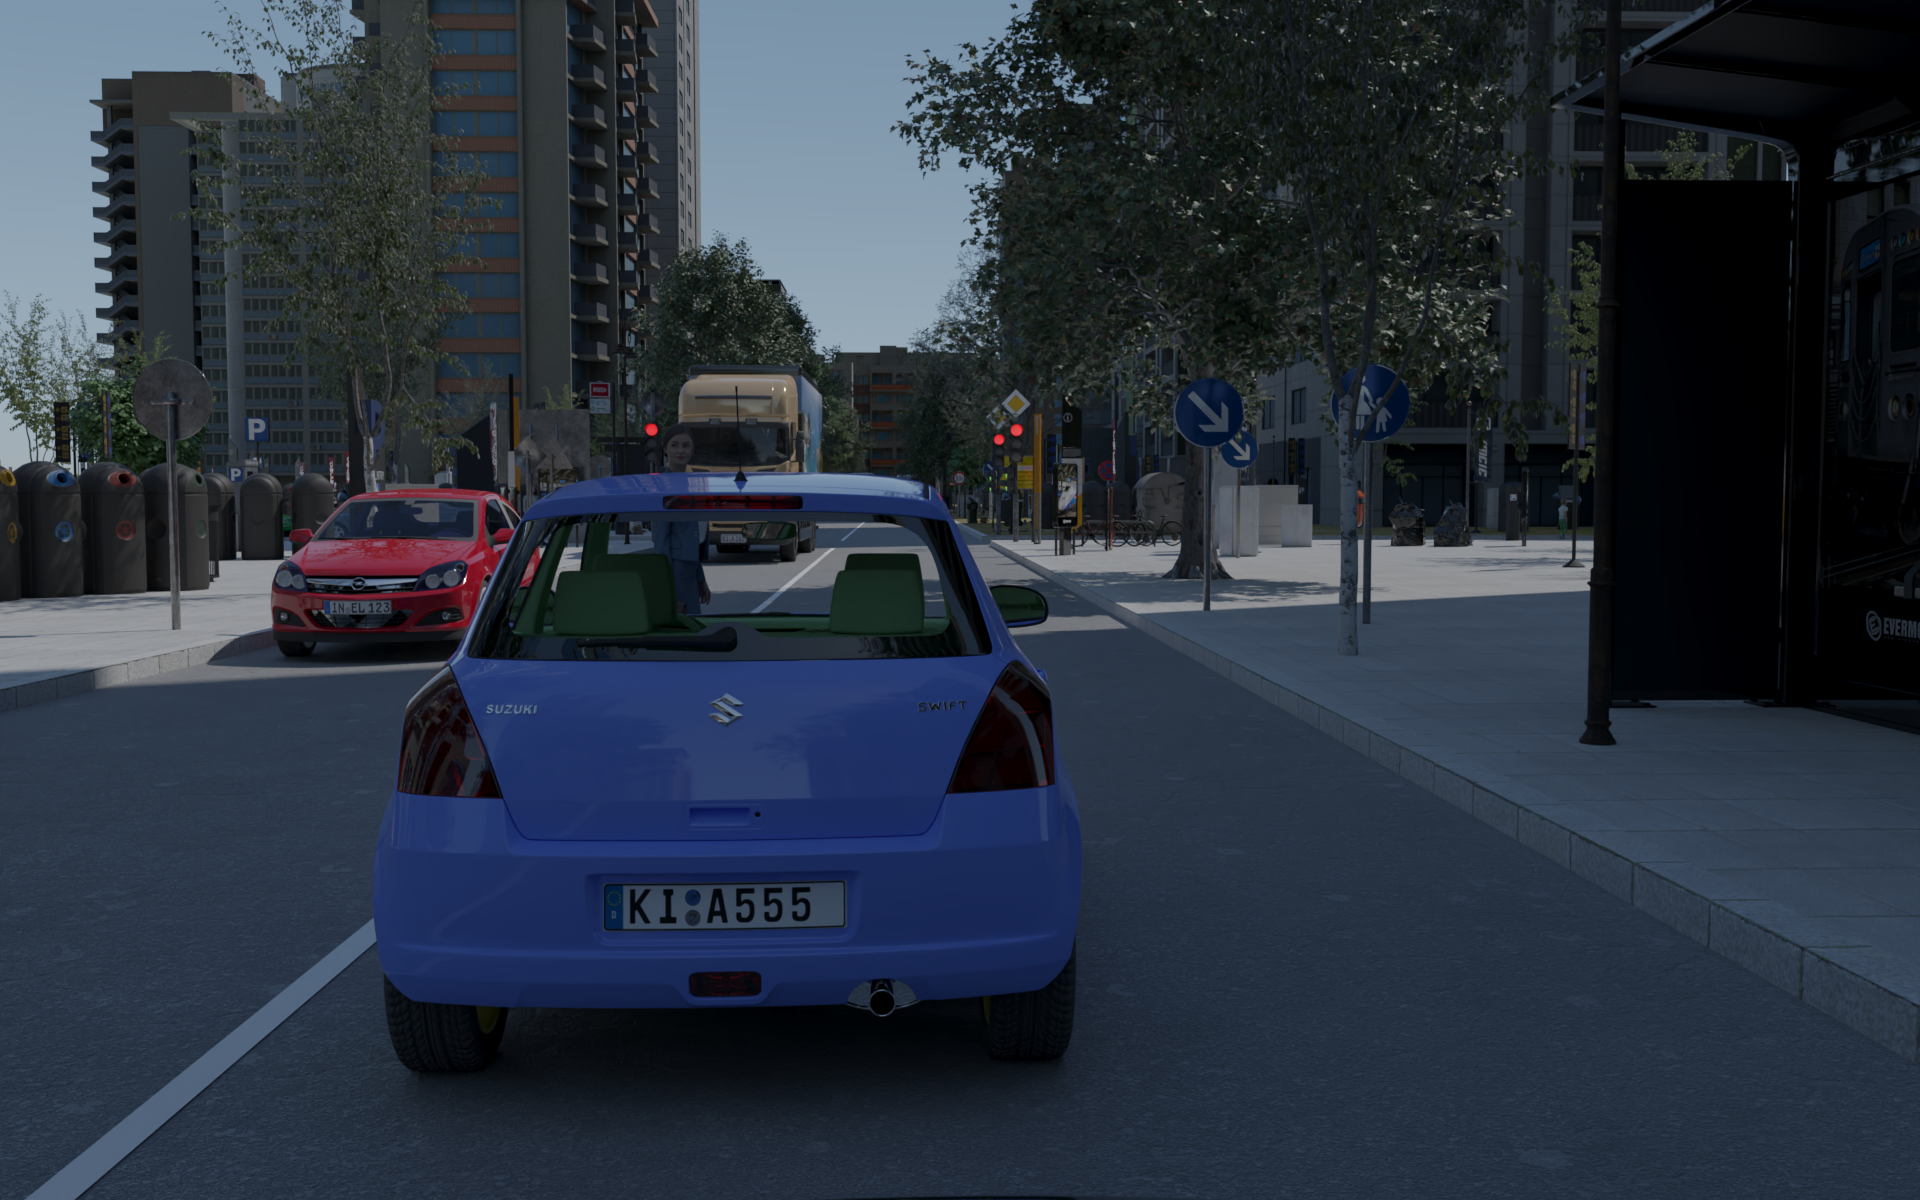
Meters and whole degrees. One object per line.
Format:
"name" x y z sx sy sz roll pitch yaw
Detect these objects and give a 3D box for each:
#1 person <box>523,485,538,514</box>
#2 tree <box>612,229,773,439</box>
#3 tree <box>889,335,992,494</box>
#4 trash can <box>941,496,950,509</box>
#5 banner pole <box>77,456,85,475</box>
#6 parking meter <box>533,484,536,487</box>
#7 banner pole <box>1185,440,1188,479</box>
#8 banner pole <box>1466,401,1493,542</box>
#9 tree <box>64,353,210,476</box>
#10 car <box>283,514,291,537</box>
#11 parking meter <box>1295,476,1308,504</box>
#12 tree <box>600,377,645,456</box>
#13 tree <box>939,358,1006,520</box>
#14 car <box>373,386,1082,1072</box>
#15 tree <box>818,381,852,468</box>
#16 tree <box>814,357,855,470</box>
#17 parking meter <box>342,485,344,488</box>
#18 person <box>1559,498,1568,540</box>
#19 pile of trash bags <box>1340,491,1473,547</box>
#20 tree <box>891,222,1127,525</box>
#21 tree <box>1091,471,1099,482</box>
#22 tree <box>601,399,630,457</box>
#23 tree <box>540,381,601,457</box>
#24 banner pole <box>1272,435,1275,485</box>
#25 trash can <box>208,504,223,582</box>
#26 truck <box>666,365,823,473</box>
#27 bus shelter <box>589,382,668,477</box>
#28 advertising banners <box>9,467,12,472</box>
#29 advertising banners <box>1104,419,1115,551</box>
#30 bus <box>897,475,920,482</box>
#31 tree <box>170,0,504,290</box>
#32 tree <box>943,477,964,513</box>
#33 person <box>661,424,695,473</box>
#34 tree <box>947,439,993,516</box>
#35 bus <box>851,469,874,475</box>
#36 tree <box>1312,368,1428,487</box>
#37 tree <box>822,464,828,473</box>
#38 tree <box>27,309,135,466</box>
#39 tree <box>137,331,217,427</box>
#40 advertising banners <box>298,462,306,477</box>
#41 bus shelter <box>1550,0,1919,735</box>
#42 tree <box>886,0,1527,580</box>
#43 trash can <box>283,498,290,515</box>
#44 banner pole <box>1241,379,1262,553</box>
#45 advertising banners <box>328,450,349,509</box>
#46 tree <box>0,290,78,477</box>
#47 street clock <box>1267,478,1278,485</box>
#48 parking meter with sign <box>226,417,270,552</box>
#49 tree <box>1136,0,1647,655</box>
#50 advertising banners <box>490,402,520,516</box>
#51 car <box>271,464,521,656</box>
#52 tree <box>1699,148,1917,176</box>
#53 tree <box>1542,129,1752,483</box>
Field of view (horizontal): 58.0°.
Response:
"person" -12.138 -2.421 49.085 0.512 1.701 0.522 -3 4 -37
"tree" -10.542 -9.697 75.548 9.611 12.733 9.660 0 3 0
"tree" -1.845 -21.068 200.347 12.611 20.169 13.585 0 3 0
"trash can" -1.055 -6.820 123.161 0.748 1.137 0.748 0 3 0
"banner pole" -57.929 -7.596 114.217 0.401 3.779 0.863 1 4 15
"parking meter" -19.701 -4.525 79.703 0.399 1.863 0.255 3 5 40
"banner pole" 9.471 -4.967 71.228 0.401 3.779 0.863 -3 4 -37
"banner pole" 13.945 -3.469 46.733 0.863 3.779 0.401 1 4 11
"tree" -19.255 -3.489 40.752 4.285 4.588 4.351 0 3 0
"car" -21.402 -2.498 49.643 4.718 1.807 1.959 0 4 -4
"parking meter" 11.137 -3.107 56.511 0.399 1.863 0.255 0 4 4
"tree" -20.203 -9.540 106.338 4.360 8.622 3.978 0 3 0
"tree" 1.359 -8.346 86.824 4.360 8.622 3.978 0 3 0
"car" -0.635 0.242 5.638 1.945 1.707 3.694 0 4 -4
"tree" -11.749 -12.093 132.138 7.601 10.594 8.767 -1 4 -19
"tree" -11.827 -11.939 120.950 9.928 11.665 9.643 0 3 0
"parking meter" -36.347 -5.919 102.480 0.399 1.863 0.255 0 4 3
"person" 18.379 -2.450 52.803 0.306 1.304 0.590 3 4 38
"pile of trash bags" 11.153 -2.056 43.375 3.447 1.369 1.912 3 4 36
"tree" 2.380 -9.948 73.022 12.009 13.543 11.850 0 3 0
"tree" 9.208 -8.001 125.424 1.663 3.219 1.824 0 3 0
"tree" -25.475 -10.769 126.440 4.737 8.622 4.395 0 3 0
"tree" -26.142 -9.942 112.918 4.737 8.622 4.395 0 3 0
"banner pole" 13.335 -5.120 73.732 0.401 3.779 0.863 1 4 9
"trash can" -11.145 -0.833 25.269 0.748 1.137 0.748 0 3 0
"truck" -4.712 -3.126 40.026 2.839 4.237 11.283 0 4 -1
"bus shelter" -12.268 -5.328 64.743 2.179 5.291 8.768 0 4 -2
"advertising banners" -61.274 -7.038 111.263 2.074 3.025 0.090 3 5 40
"advertising banners" 3.449 -2.657 39.631 0.090 3.025 2.074 1 4 10
"bus" -5.294 -10.843 172.144 2.948 3.499 13.247 0 4 -3
"tree" -7.774 -4.409 22.452 4.360 8.622 3.978 0 3 0
"tree" -0.134 -7.677 120.118 1.663 3.219 1.824 0 3 0
"person" -1.628 -0.074 9.742 0.654 1.822 0.581 2 4 28
"tree" 0.703 -7.314 103.299 4.285 4.588 4.351 0 3 0
"bus" -8.601 -9.347 147.690 2.948 3.499 13.247 0 4 -1
"tree" 14.415 -6.752 60.756 4.737 8.622 4.395 0 3 0
"tree" -12.318 -9.588 140.473 4.285 4.588 4.351 0 3 0
"tree" -34.452 -7.221 68.422 4.360 8.622 3.978 0 3 0
"tree" -35.617 -7.747 77.022 4.737 8.622 4.395 0 3 0
"advertising banners" -36.634 -6.043 94.983 2.074 3.025 0.090 2 4 25
"bus shelter" 4.474 -0.983 7.357 1.731 3.624 6.357 0 4 -2
"tree" 3.693 -6.662 25.927 9.611 12.733 9.660 0 3 0
"trash can" -24.695 -3.133 62.870 0.748 1.137 0.748 0 3 0
"banner pole" 6.305 -2.932 37.955 0.401 3.779 0.863 -1 4 -21
"advertising banners" -24.415 -4.401 68.143 0.090 3.025 2.074 1 4 10
"tree" -33.442 -6.885 62.926 4.737 8.622 4.395 0 3 0
"street clock" 14.160 -4.521 78.493 0.471 2.002 0.358 0 4 -2
"parking meter with sign" -16.025 -2.592 38.640 0.543 3.016 1.738 0 4 3
"tree" 3.102 -3.852 13.343 4.360 8.622 3.978 0 3 0
"advertising banners" -8.561 -2.223 32.540 0.090 3.025 2.074 -2 4 -27
"car" -5.200 -0.467 16.679 2.155 1.783 4.494 0 4 -4
"tree" 14.604 -4.795 28.763 4.360 8.622 3.978 0 3 0
"tree" 13.823 -5.162 34.754 4.737 8.622 4.395 0 3 0
